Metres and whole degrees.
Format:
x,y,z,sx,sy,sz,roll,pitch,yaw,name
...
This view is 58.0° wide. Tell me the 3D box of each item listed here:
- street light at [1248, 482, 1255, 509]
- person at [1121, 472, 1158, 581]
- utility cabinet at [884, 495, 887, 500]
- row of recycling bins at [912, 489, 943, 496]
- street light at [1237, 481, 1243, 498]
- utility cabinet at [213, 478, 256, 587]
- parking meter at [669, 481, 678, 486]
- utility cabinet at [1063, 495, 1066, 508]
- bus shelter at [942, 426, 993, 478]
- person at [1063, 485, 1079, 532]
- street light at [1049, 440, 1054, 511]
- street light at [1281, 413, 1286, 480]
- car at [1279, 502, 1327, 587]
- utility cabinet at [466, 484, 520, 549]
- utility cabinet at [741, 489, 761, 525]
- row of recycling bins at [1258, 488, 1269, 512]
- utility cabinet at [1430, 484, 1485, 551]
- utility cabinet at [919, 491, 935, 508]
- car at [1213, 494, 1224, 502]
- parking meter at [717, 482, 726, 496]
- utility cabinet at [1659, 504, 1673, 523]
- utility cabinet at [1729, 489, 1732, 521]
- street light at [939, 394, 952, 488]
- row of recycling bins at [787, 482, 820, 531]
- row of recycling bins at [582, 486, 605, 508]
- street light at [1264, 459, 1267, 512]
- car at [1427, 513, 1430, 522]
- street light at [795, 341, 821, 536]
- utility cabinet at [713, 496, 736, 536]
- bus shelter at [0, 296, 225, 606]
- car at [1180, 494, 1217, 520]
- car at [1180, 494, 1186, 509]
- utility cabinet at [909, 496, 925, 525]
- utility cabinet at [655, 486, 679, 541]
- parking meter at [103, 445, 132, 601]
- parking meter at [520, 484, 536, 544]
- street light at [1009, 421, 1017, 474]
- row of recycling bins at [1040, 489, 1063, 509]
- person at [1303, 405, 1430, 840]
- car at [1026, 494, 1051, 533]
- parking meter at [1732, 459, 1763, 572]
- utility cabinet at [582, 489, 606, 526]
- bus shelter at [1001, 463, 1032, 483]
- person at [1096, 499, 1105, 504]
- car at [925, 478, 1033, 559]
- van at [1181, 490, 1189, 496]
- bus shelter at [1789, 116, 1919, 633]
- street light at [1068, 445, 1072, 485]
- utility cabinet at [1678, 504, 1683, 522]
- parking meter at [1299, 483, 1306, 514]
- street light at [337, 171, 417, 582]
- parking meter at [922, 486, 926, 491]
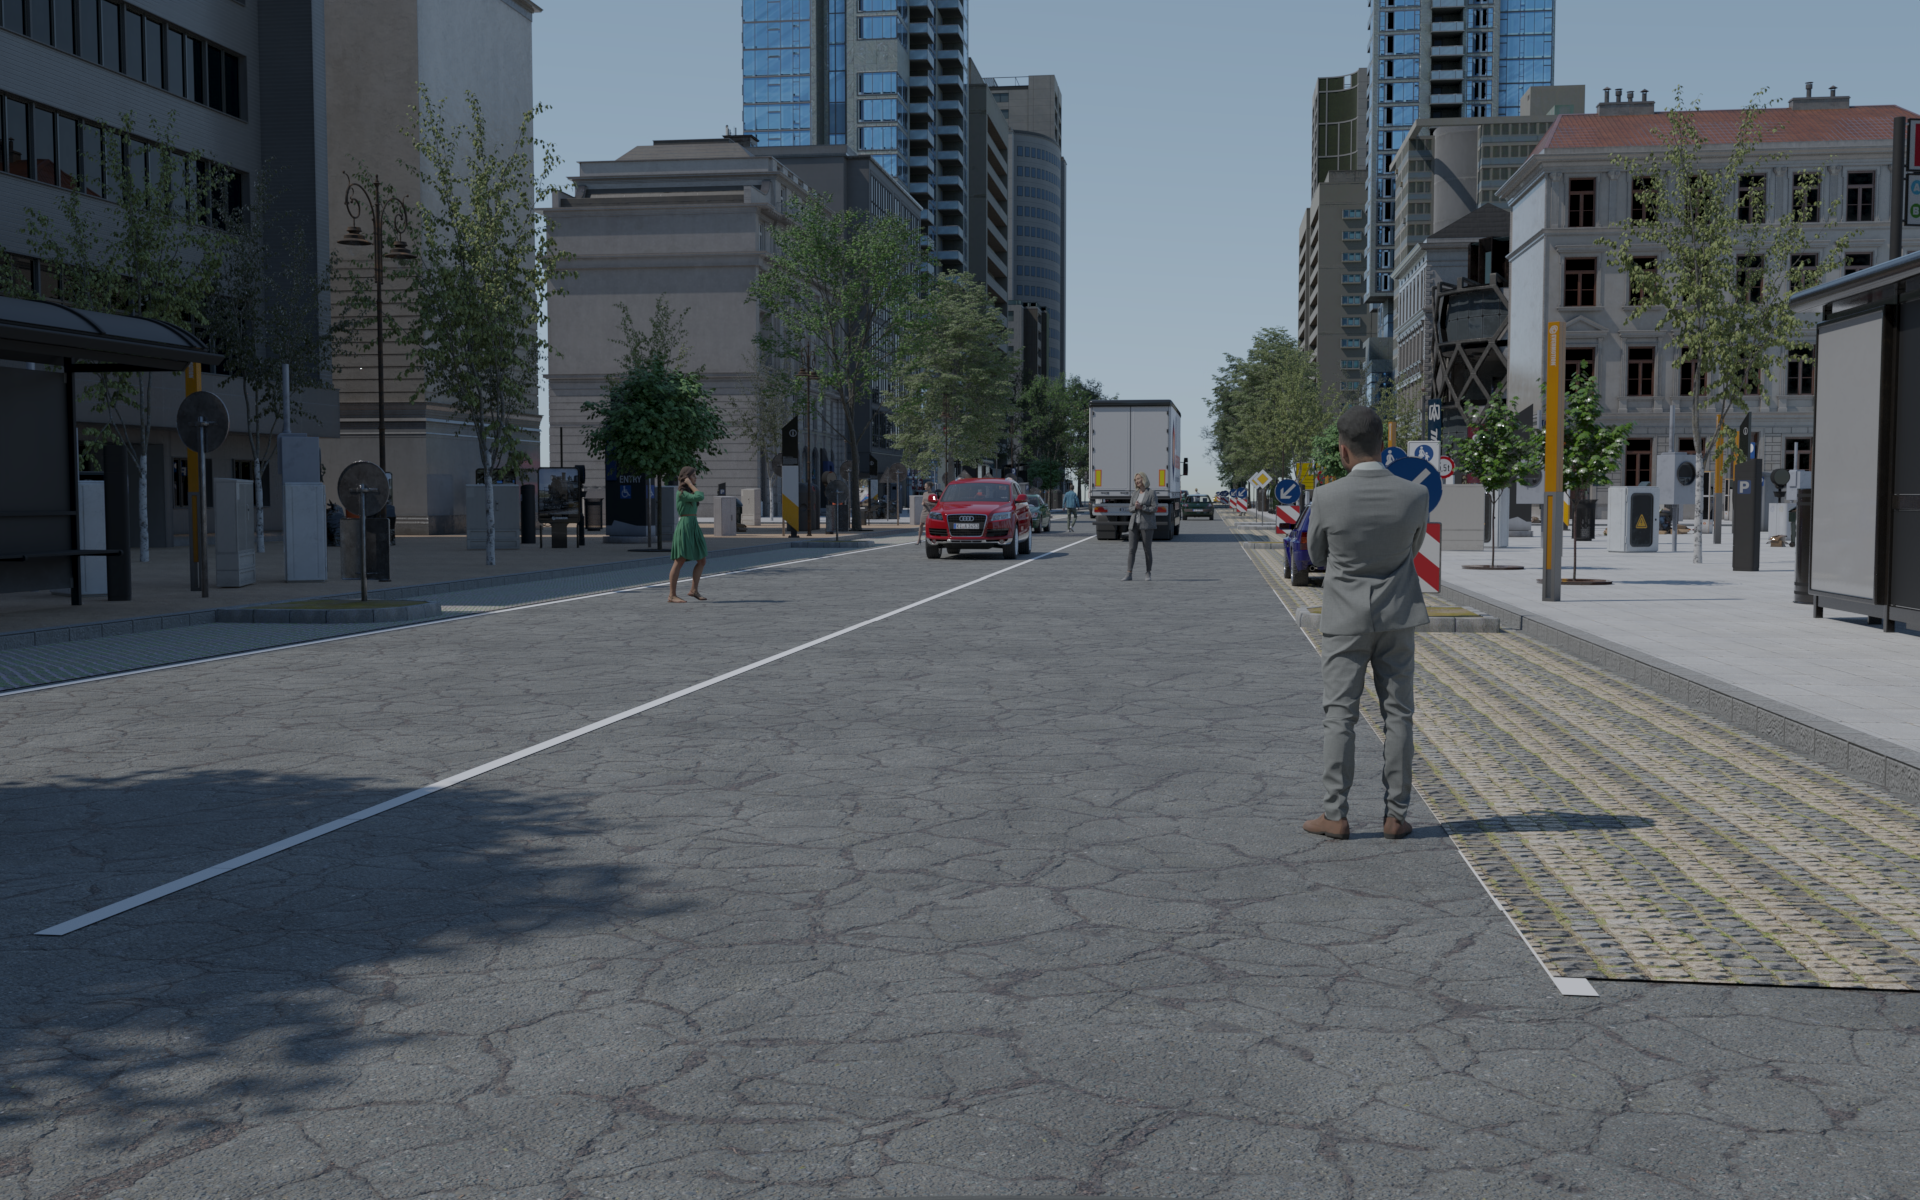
x,y,z,sx,sy,sz,roll,pitch,yaw,name
25.727,-10.930,151.492,0.468,5.910,1.993,0,4,8,street light
2.997,-1.217,28.578,0.537,1.800,0.526,3,5,42,person
-4.945,-6.409,115.947,0.306,1.237,1.020,0,4,-1,utility cabinet
-2.255,-8.339,143.463,3.534,1.692,1.069,1,4,15,row of recycling bins
36.480,-15.566,227.293,0.468,5.910,1.993,0,4,8,street light
-10.062,-0.941,24.072,0.318,1.500,1.173,-1,4,-12,utility cabinet
-8.150,-2.652,49.075,0.255,1.863,0.399,1,4,12,parking meter
8.903,-8.755,154.305,1.020,1.237,0.306,0,4,-3,utility cabinet
0.399,-7.741,104.202,2.179,5.291,8.768,0,4,8,bus shelter
4.175,-3.441,65.106,0.601,1.785,0.444,2,4,27,person
7.042,-9.887,134.447,0.468,5.910,1.993,0,4,8,street light
18.179,-7.620,97.377,0.468,5.910,1.993,0,4,8,street light
6.147,-0.938,27.910,1.945,1.354,3.894,0,4,8,car
-10.739,-1.904,39.810,1.173,1.500,0.318,-1,4,-17,utility cabinet
-8.503,-3.772,70.359,0.318,1.500,1.173,-2,4,-34,utility cabinet
22.355,-7.340,127.116,1.069,1.692,3.534,0,4,7,row of recycling bins
11.162,-1.848,38.891,1.173,1.500,0.318,1,4,18,utility cabinet
-2.162,-6.137,109.020,1.173,1.500,0.318,-1,4,-10,utility cabinet
40.035,-15.758,267.867,2.015,1.641,3.980,0,4,8,car
-11.736,-4.866,85.270,0.399,1.863,0.255,-1,4,-17,parking meter
30.666,-4.058,75.035,0.318,1.500,1.173,3,5,44,utility cabinet
36.521,-4.444,81.339,0.318,1.500,1.173,3,5,43,utility cabinet
-0.637,-6.565,80.119,0.468,5.910,1.993,0,4,8,street light
-5.563,-3.305,61.145,1.069,1.692,3.534,0,4,2,row of recycling bins
-30.260,-8.159,140.518,1.069,1.692,3.534,2,4,24,row of recycling bins
21.930,-9.258,124.150,0.468,5.910,1.993,0,4,8,street light
20.086,-3.711,72.682,4.499,1.417,2.014,1,4,9,car
-4.588,-4.879,52.563,0.468,5.910,1.993,0,4,8,street light
-7.227,-2.578,53.314,0.306,1.237,1.020,1,4,18,utility cabinet
-9.816,-1.432,17.337,2.014,3.302,5.546,0,4,8,bus shelter
13.152,-5.248,95.585,2.009,1.686,4.222,1,4,9,car
18.119,-8.131,144.747,2.131,1.459,4.920,1,4,9,car
-1.664,-3.735,72.234,0.306,1.237,1.020,3,4,39,utility cabinet
-8.193,-2.327,46.719,1.173,1.500,0.318,1,4,15,utility cabinet
-10.160,-0.928,20.886,0.255,1.863,0.399,-2,4,-24,parking meter
-11.180,-2.228,44.831,0.372,1.533,0.369,0,3,0,parking meter
3.235,-8.250,107.682,0.468,5.910,1.993,0,4,8,street light
7.820,-8.820,151.317,1.069,1.692,3.534,-2,4,-30,row of recycling bins
1.708,0.083,7.332,0.511,1.800,0.466,-1,4,-11,person
2.316,-3.245,64.858,2.131,1.459,4.920,1,4,9,car
13.064,-1.410,28.770,0.255,1.863,0.399,-3,4,-38,parking meter
-14.523,-3.719,69.481,1.173,1.500,0.318,-1,4,-21,utility cabinet
4.339,-8.635,132.467,1.731,3.624,6.357,0,4,8,bus shelter
5.629,-3.769,69.998,0.514,1.842,0.818,2,4,35,person
0.491,-1.914,39.967,2.281,1.827,5.304,0,4,8,car
22.691,-10.394,176.957,2.013,2.044,4.112,1,4,10,van
9.423,-2.362,16.243,2.179,5.291,8.768,0,4,8,bus shelter
9.970,-11.188,155.716,0.468,5.910,1.993,0,4,8,street light
33.288,-4.272,81.010,1.020,1.237,0.306,-1,4,-10,utility cabinet
17.785,-5.173,90.296,0.255,1.863,0.399,-3,5,-40,parking meter
-8.423,-3.205,25.193,0.468,5.910,1.993,0,4,8,street light
-2.702,-7.627,130.411,0.255,1.863,0.399,-1,4,-18,parking meter
